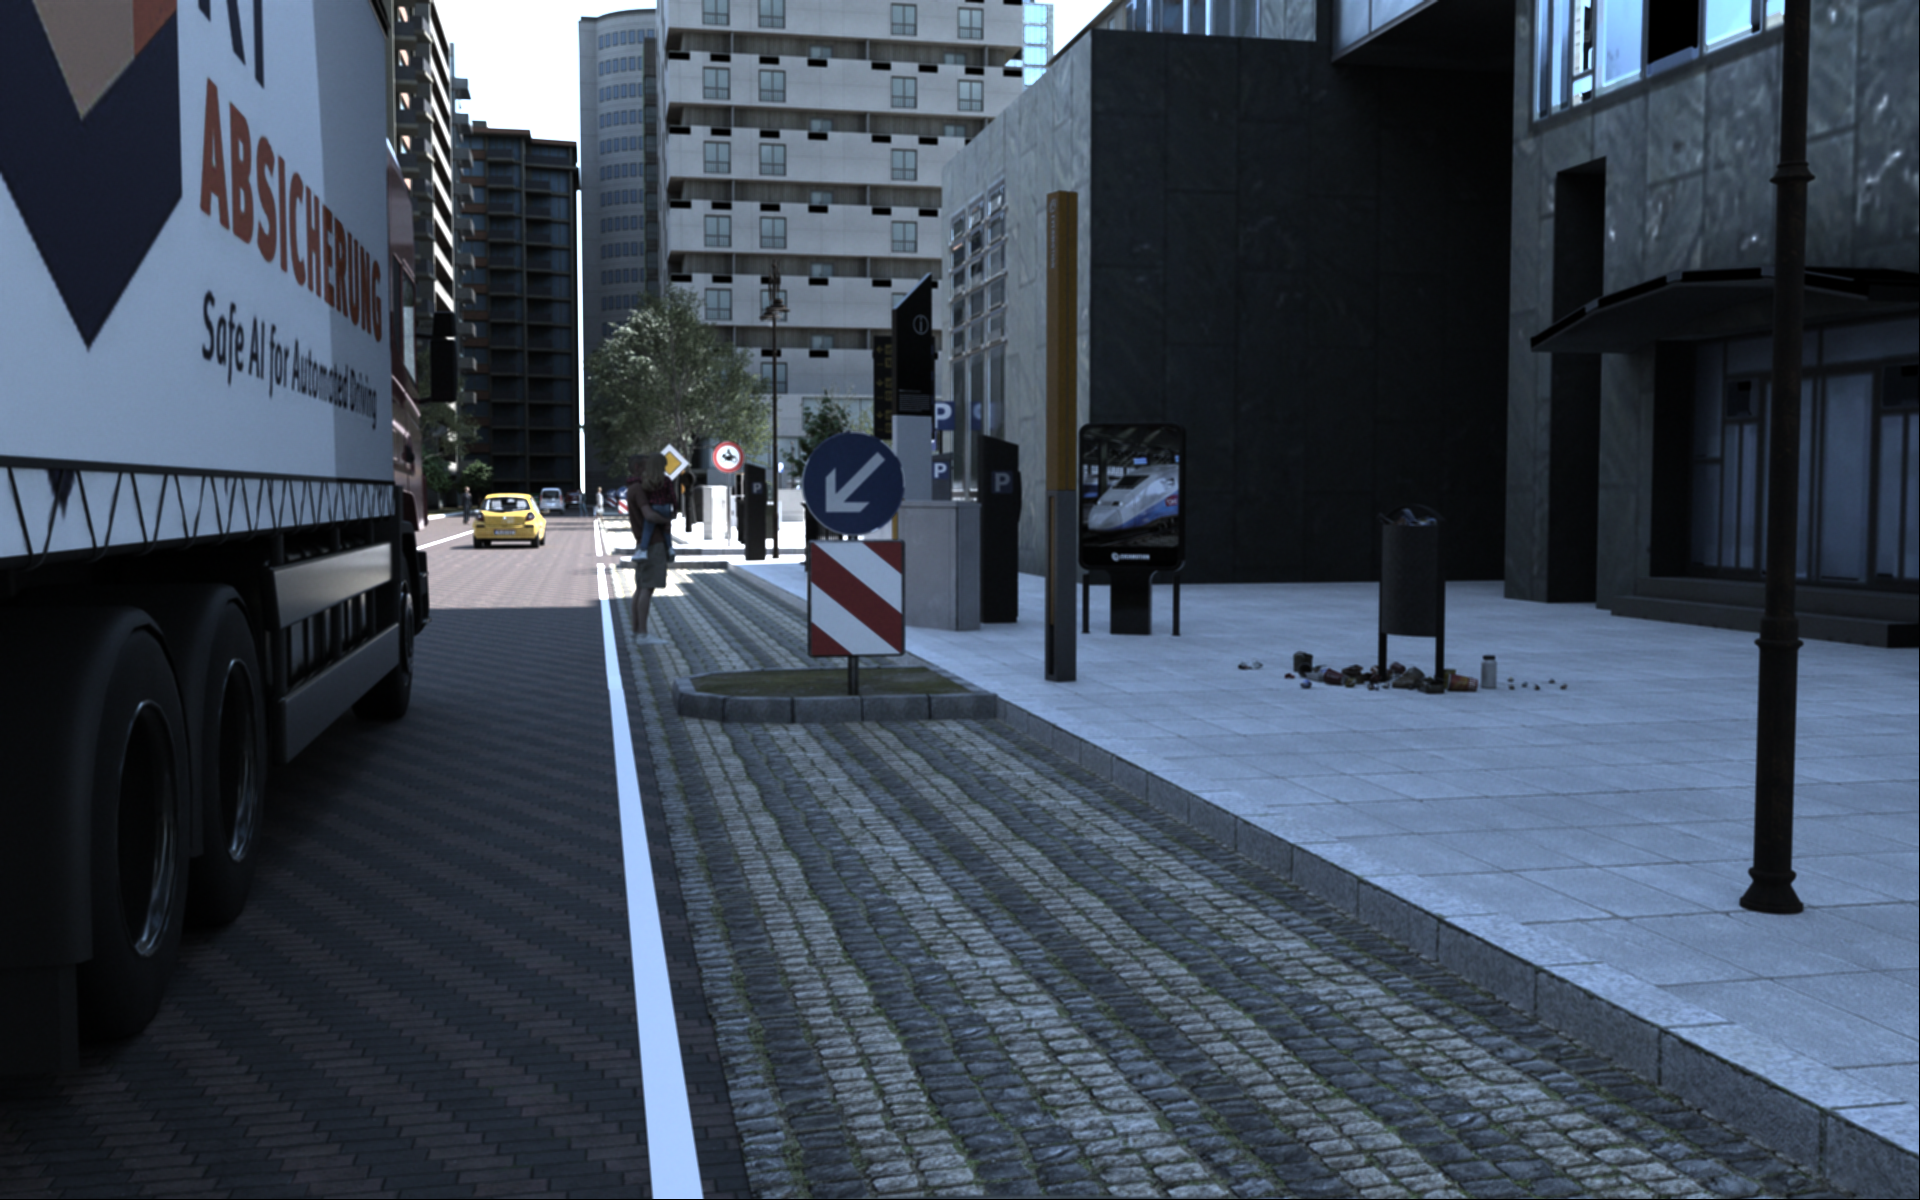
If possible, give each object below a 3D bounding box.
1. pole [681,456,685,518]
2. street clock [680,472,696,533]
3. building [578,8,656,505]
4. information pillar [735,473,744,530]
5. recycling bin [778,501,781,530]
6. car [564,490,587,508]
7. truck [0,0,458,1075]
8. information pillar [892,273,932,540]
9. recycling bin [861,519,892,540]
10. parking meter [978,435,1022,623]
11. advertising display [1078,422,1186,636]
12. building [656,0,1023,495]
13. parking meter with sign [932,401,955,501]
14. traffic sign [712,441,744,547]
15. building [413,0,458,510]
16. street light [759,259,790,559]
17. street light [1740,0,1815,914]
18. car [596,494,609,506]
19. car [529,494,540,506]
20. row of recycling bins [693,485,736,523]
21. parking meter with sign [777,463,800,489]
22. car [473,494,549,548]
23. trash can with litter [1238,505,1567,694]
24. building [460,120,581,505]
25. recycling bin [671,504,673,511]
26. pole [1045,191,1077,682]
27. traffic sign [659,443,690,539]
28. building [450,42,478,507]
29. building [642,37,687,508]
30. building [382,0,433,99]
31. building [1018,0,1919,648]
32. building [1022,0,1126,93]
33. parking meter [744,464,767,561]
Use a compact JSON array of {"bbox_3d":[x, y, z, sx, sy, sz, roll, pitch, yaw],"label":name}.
[{"bbox_3d":[-14.794,-6.033,92.481,0.158,3.312,0.155,0,3,0],"label":"pole"},{"bbox_3d":[-8.987,-3.227,57.327,0.471,2.002,0.358,1,4,19],"label":"street clock"},{"bbox_3d":[-31.470,-40.839,209.723,28.212,58.520,21.231,-1,4,-12],"label":"building"},{"bbox_3d":[-7.781,-3.496,61.659,0.304,2.012,0.304,2,4,30],"label":"information pillar"},{"bbox_3d":[-6.724,-2.989,61.426,0.722,1.027,0.722,-1,4,-9],"label":"recycling bin"},{"bbox_3d":[-39.009,-10.209,175.595,2.281,1.827,5.304,-1,4,-12],"label":"car"},{"bbox_3d":[-3.990,-1.139,7.535,2.839,4.237,11.283,-1,4,-12],"label":"truck"},{"bbox_3d":[-0.495,-1.650,18.331,0.504,3.616,0.183,-3,5,-39],"label":"information pillar"},{"bbox_3d":[-1.612,-1.365,34.880,0.722,1.027,0.722,-1,4,-8],"label":"recycling bin"},{"bbox_3d":[0.392,-0.708,17.289,0.399,1.863,0.255,-1,4,-17],"label":"parking meter"},{"bbox_3d":[1.564,-0.647,15.791,0.974,1.923,0.123,1,4,20],"label":"advertising display"},{"bbox_3d":[-10.501,-33.737,140.844,28.713,52.752,27.495,-1,4,-12],"label":"building"},{"bbox_3d":[-0.379,-2.172,31.774,0.543,3.016,1.738,0,4,1],"label":"parking meter with sign"},{"bbox_3d":[-5.571,-2.544,41.706,0.768,2.556,0.104,-1,4,-9],"label":"traffic sign"},{"bbox_3d":[-55.403,-32.112,148.738,21.300,48.544,21.600,-1,4,-12],"label":"building"},{"bbox_3d":[-3.653,-3.755,34.175,0.468,5.910,1.993,-1,4,-12],"label":"street light"},{"bbox_3d":[2.517,-1.982,5.194,0.468,5.910,1.993,-1,4,-12],"label":"street light"},{"bbox_3d":[-37.150,-10.364,181.461,2.014,1.417,4.499,-1,4,-12],"label":"car"},{"bbox_3d":[-43.527,-10.310,177.371,1.959,1.807,4.718,-1,4,-11],"label":"car"},{"bbox_3d":[-10.559,-4.389,78.871,3.534,1.692,1.069,-2,4,-35],"label":"row of recycling bins"},{"bbox_3d":[-9.245,-6.098,95.970,1.738,3.016,0.543,2,4,25],"label":"parking meter with sign"},{"bbox_3d":[-12.256,-2.262,47.215,2.015,1.641,3.980,-1,4,-10],"label":"car"},{"bbox_3d":[2.890,-0.054,11.948,1.678,1.210,2.233,-2,4,-33],"label":"trash can with litter"},{"bbox_3d":[-59.550,-33.662,204.993,28.867,44.769,22.147,-1,4,-12],"label":"building"},{"bbox_3d":[-15.984,-5.026,94.723,0.722,1.027,0.722,-2,4,-32],"label":"recycling bin"},{"bbox_3d":[0.691,-1.099,11.813,0.158,3.312,0.155,0,3,0],"label":"pole"},{"bbox_3d":[-5.718,-1.866,34.146,0.795,2.450,0.064,-1,4,-12],"label":"traffic sign"},{"bbox_3d":[-64.252,-33.780,171.918,30.456,49.044,23.786,-1,4,-12],"label":"building"},{"bbox_3d":[-22.137,-29.160,160.357,14.154,41.232,14.086,-1,4,-12],"label":"building"},{"bbox_3d":[-49.722,-28.712,124.070,22.147,44.769,28.867,-1,4,-12],"label":"building"},{"bbox_3d":[13.768,-43.211,19.171,22.319,86.520,31.000,-1,4,-12],"label":"building"},{"bbox_3d":[23.743,-36.528,186.476,27.495,52.752,28.713,-1,4,-12],"label":"building"},{"bbox_3d":[-3.931,-1.689,33.331,0.399,1.863,0.255,-2,4,-27],"label":"parking meter"}]
